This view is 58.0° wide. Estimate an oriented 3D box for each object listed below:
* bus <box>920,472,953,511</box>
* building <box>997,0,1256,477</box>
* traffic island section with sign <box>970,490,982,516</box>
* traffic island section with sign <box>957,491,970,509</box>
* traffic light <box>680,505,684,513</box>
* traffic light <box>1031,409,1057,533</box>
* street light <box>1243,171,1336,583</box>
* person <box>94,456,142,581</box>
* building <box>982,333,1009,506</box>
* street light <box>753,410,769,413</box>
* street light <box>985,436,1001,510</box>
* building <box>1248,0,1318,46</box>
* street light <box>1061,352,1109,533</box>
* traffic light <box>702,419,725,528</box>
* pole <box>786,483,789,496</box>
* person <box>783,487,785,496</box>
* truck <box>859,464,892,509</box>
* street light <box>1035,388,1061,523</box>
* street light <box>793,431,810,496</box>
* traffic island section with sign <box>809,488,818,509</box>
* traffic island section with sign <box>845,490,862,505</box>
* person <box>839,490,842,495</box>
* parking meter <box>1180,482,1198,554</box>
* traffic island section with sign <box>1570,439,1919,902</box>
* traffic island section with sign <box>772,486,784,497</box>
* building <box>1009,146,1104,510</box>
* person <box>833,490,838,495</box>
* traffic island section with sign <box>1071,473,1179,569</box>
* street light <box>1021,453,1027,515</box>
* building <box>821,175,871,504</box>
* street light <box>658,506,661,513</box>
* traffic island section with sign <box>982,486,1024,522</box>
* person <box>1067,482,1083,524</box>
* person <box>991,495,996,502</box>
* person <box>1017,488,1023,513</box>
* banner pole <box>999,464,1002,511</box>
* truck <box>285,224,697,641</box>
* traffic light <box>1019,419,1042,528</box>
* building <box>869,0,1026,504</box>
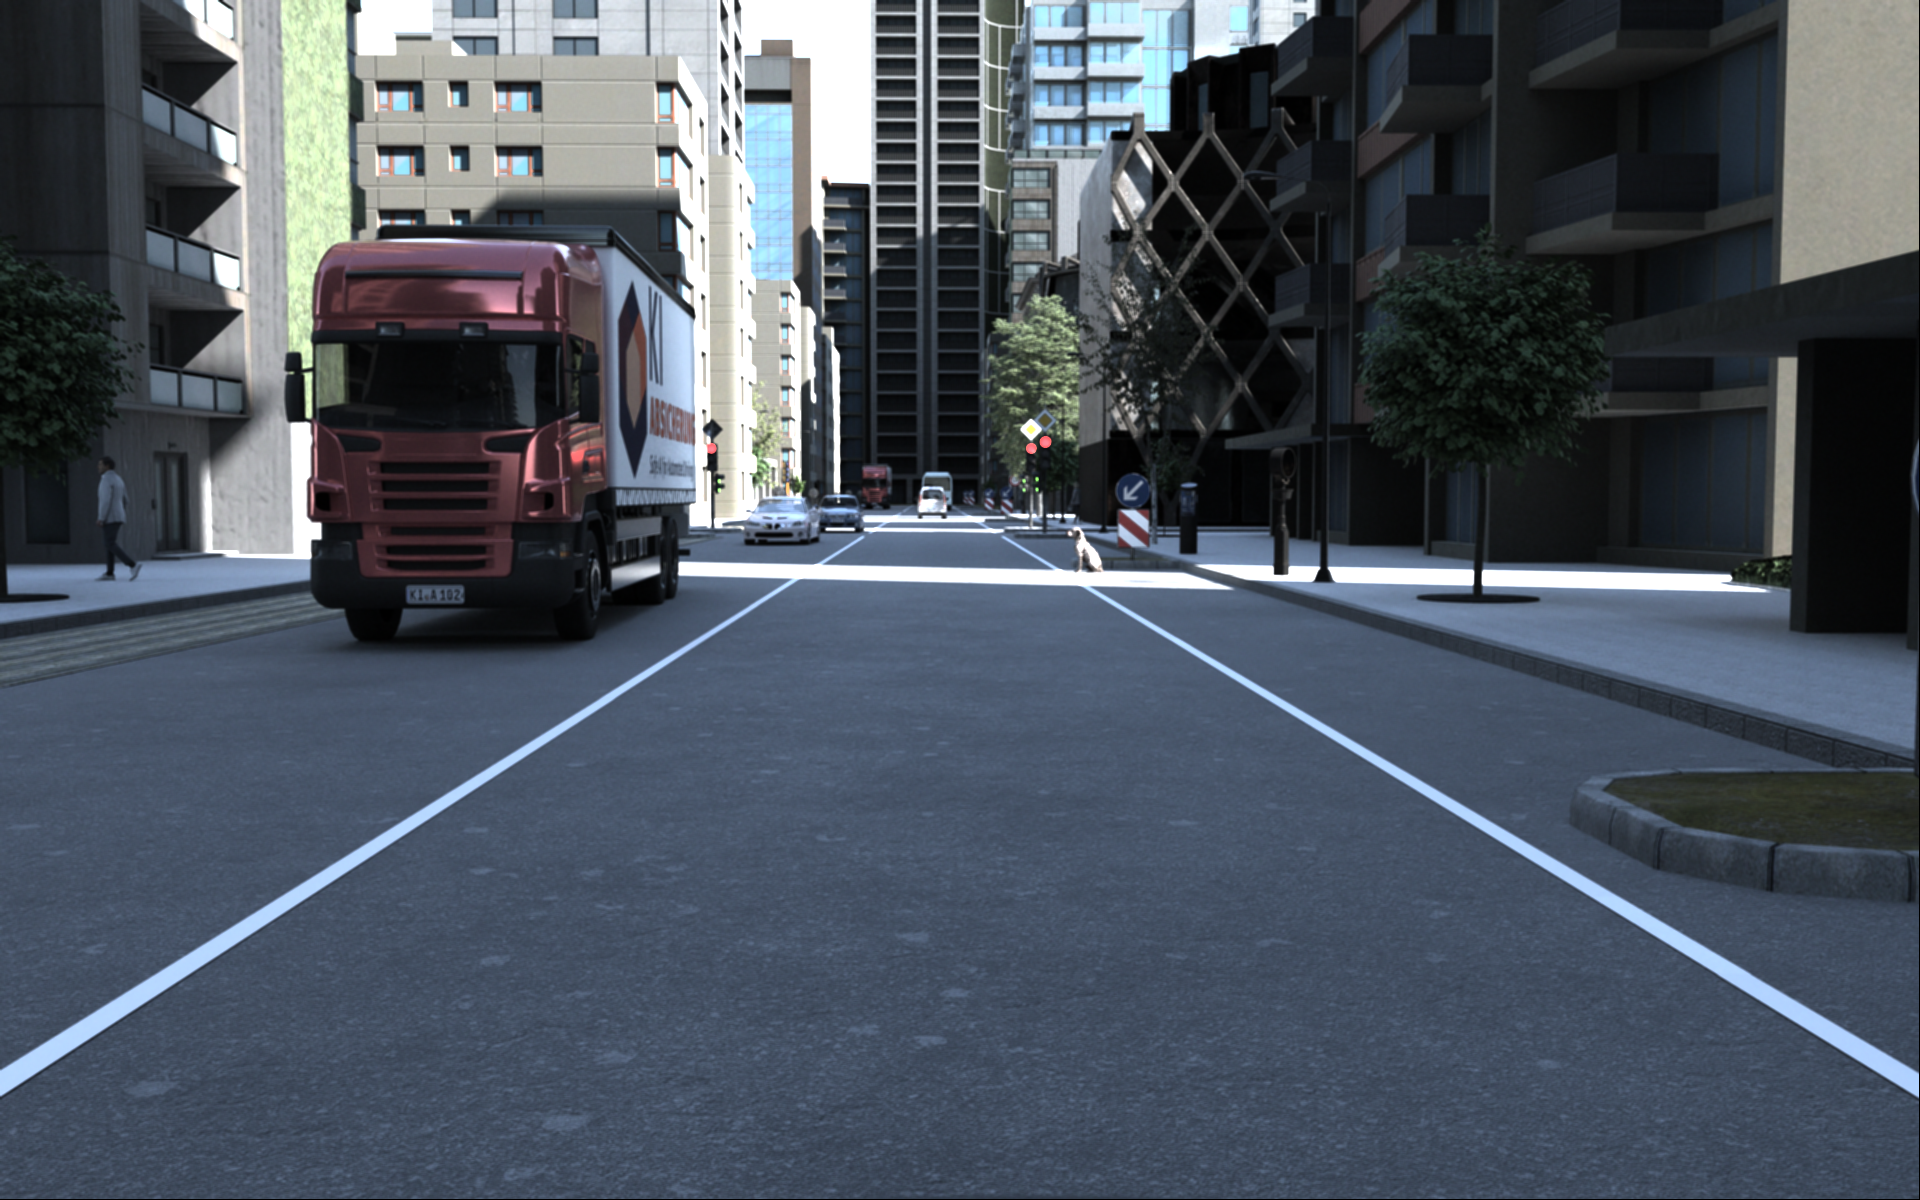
[{"bbox_3d":[-2.052,-9.703,153.511,2.948,3.499,13.247,0,4,-1],"label":"bus"},{"bbox_3d":[15.860,-33.656,169.891,23.786,49.044,30.456,0,4,-1],"label":"building"},{"bbox_3d":[1.830,-6.605,116.616,1.989,1.847,2.006,0,4,-1],"label":"traffic island section with sign"},{"bbox_3d":[0.981,-9.669,166.708,1.989,1.847,2.006,0,4,-1],"label":"traffic island section with sign"},{"bbox_3d":[-9.092,-4.143,56.656,0.839,4.253,0.868,0,4,-1],"label":"traffic light"},{"bbox_3d":[2.768,-4.156,56.869,0.839,4.253,0.868,0,4,-1],"label":"traffic light"},{"bbox_3d":[4.770,-3.214,25.096,1.470,5.913,1.316,0,4,-1],"label":"street light"},{"bbox_3d":[-12.490,-1.210,25.666,0.795,1.843,0.661,0,4,-1],"label":"person"},{"bbox_3d":[16.747,-21.734,200.395,27.650,21.520,28.899,0,4,-1],"label":"building"},{"bbox_3d":[-11.263,-7.559,96.123,1.470,5.913,1.316,0,4,-1],"label":"street light"},{"bbox_3d":[2.746,-10.205,139.392,1.470,5.913,1.316,0,4,-1],"label":"street light"},{"bbox_3d":[43.440,-46.832,203.952,20.611,71.187,20.563,0,4,-1],"label":"building"},{"bbox_3d":[4.194,-5.158,56.879,1.470,5.913,1.316,0,4,-1],"label":"street light"},{"bbox_3d":[-9.225,-4.631,64.640,0.839,4.253,0.868,0,4,-1],"label":"traffic light"},{"bbox_3d":[-11.965,-7.699,119.727,0.158,3.312,0.155,0,3,0],"label":"pole"},{"bbox_3d":[-12.945,-7.449,128.014,0.419,1.800,0.721,0,4,-3],"label":"person"},{"bbox_3d":[-7.920,-10.745,164.587,2.839,4.237,11.283,0,4,0],"label":"truck"},{"bbox_3d":[3.973,-6.325,75.956,1.470,5.913,1.316,0,4,-1],"label":"street light"},{"bbox_3d":[-11.755,-9.498,127.836,1.470,5.913,1.316,0,4,-1],"label":"street light"},{"bbox_3d":[-9.804,-6.606,116.635,1.989,1.847,2.006,0,4,-1],"label":"traffic island section with sign"},{"bbox_3d":[-10.638,-9.657,166.524,1.989,1.847,2.006,0,4,-1],"label":"traffic island section with sign"},{"bbox_3d":[-13.743,-11.778,199.525,0.541,1.710,0.530,-3,4,-37],"label":"person"},{"bbox_3d":[4.909,-1.760,37.181,0.372,1.533,0.369,0,3,0],"label":"parking meter"},{"bbox_3d":[3.642,0.098,7.028,1.989,1.847,2.006,0,4,-1],"label":"traffic island section with sign"},{"bbox_3d":[-9.352,-4.939,89.379,1.989,1.847,2.006,0,4,-1],"label":"traffic island section with sign"},{"bbox_3d":[11.136,-23.024,148.136,14.160,30.474,14.107,0,4,-1],"label":"building"},{"bbox_3d":[-13.426,-10.976,186.310,0.742,1.727,0.445,0,4,6],"label":"person"},{"bbox_3d":[3.202,-1.551,33.980,1.989,1.847,2.006,0,4,-1],"label":"traffic island section with sign"},{"bbox_3d":[3.453,-8.259,107.574,1.470,5.913,1.316,0,4,-1],"label":"street light"},{"bbox_3d":[-26.281,-35.493,234.939,28.867,44.769,22.147,0,4,-1],"label":"building"},{"bbox_3d":[-10.664,-5.625,64.507,1.470,5.913,1.316,0,4,-1],"label":"street light"},{"bbox_3d":[2.273,-4.952,89.592,1.989,1.847,2.006,0,4,-1],"label":"traffic island section with sign"},{"bbox_3d":[4.894,-4.088,73.071,0.728,1.800,0.709,3,5,43],"label":"person"},{"bbox_3d":[3.118,-9.602,166.263,0.697,1.427,0.421,-3,4,-37],"label":"person"},{"bbox_3d":[4.108,-6.752,116.628,0.537,1.800,0.526,-1,4,-13],"label":"person"},{"bbox_3d":[3.180,-8.725,132.666,0.401,3.779,0.863,0,4,2],"label":"banner pole"},{"bbox_3d":[-4.926,-1.925,20.384,2.839,4.237,11.283,0,4,-3],"label":"truck"},{"bbox_3d":[2.635,-4.644,64.853,0.839,4.253,0.868,0,4,-1],"label":"traffic light"},{"bbox_3d":[-1.528,-48.637,233.474,20.611,71.187,20.563,0,4,-1],"label":"building"}]
